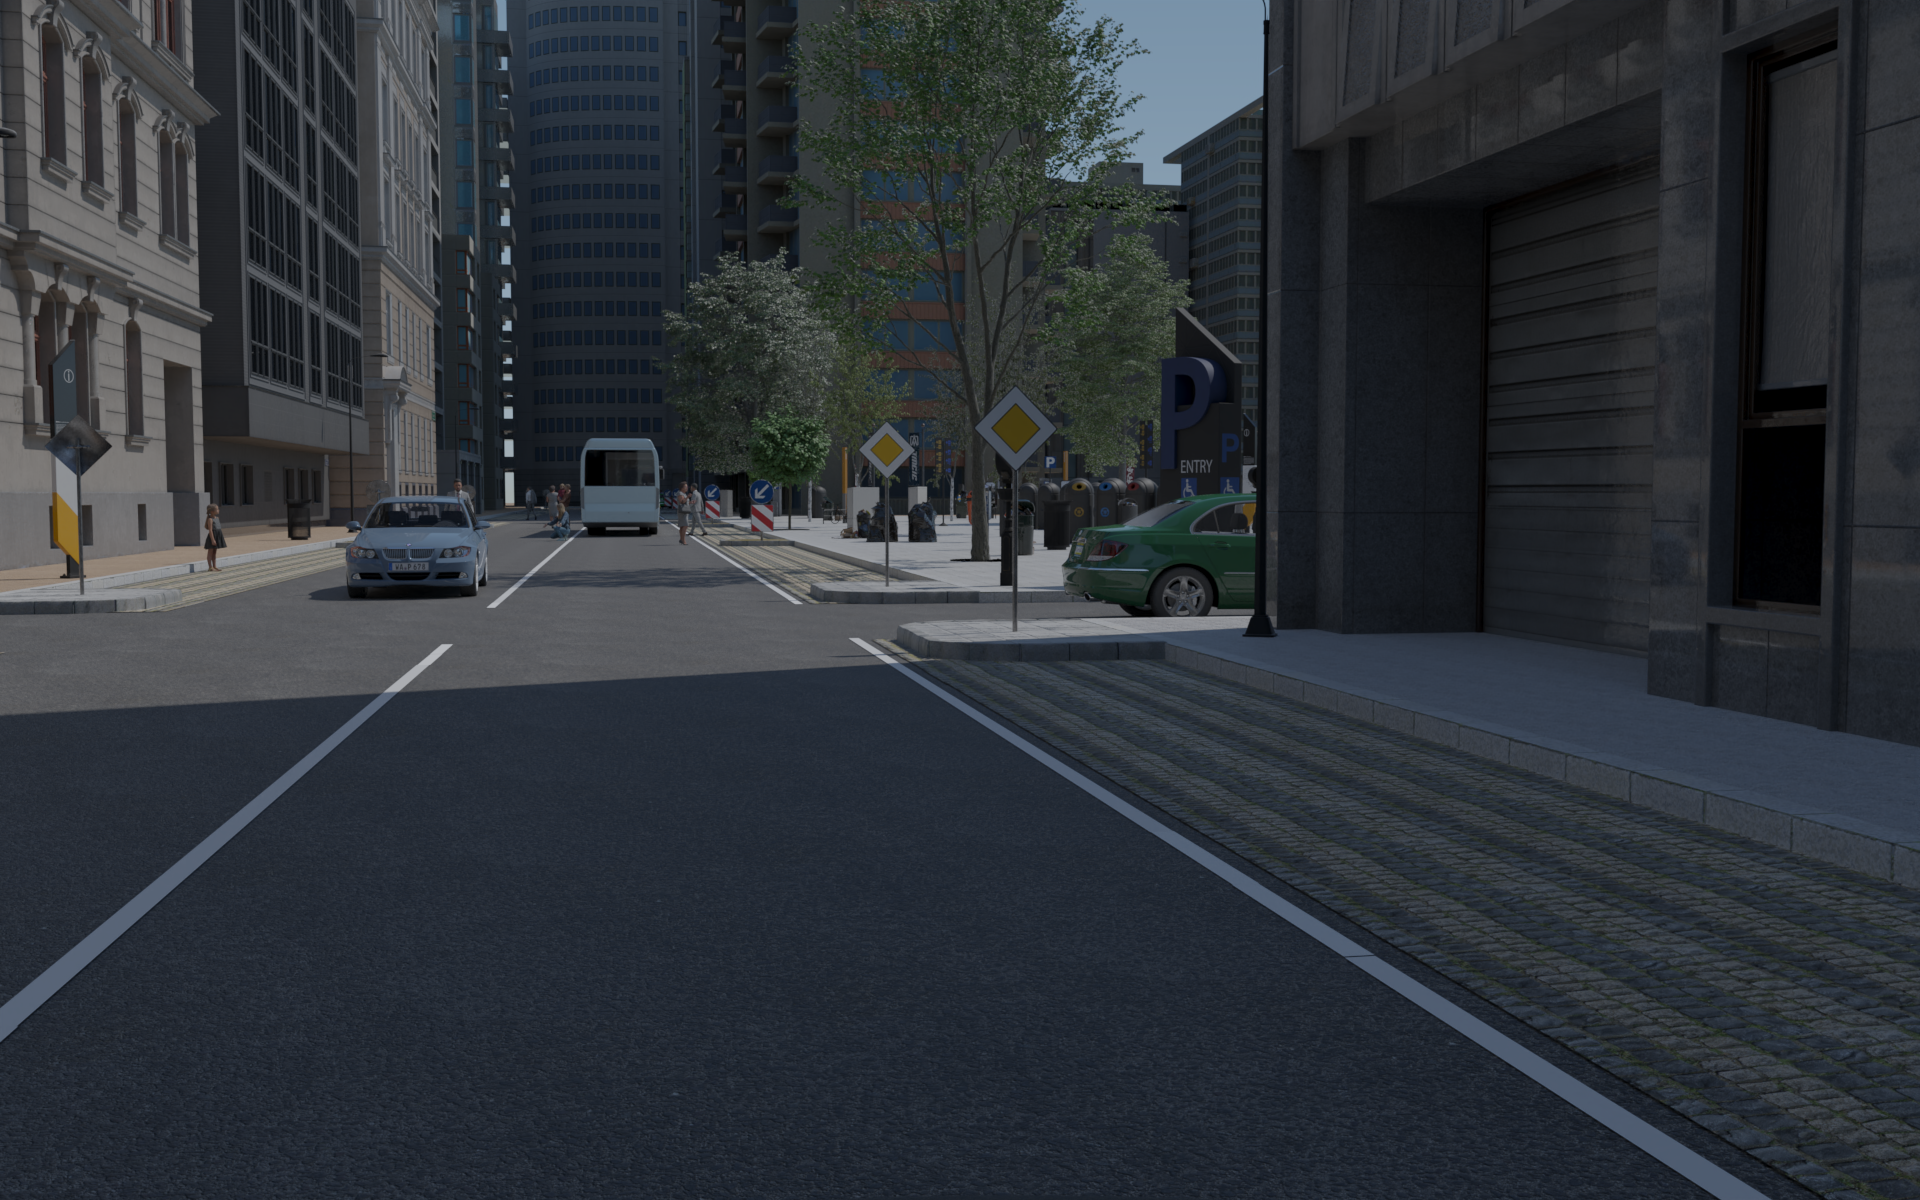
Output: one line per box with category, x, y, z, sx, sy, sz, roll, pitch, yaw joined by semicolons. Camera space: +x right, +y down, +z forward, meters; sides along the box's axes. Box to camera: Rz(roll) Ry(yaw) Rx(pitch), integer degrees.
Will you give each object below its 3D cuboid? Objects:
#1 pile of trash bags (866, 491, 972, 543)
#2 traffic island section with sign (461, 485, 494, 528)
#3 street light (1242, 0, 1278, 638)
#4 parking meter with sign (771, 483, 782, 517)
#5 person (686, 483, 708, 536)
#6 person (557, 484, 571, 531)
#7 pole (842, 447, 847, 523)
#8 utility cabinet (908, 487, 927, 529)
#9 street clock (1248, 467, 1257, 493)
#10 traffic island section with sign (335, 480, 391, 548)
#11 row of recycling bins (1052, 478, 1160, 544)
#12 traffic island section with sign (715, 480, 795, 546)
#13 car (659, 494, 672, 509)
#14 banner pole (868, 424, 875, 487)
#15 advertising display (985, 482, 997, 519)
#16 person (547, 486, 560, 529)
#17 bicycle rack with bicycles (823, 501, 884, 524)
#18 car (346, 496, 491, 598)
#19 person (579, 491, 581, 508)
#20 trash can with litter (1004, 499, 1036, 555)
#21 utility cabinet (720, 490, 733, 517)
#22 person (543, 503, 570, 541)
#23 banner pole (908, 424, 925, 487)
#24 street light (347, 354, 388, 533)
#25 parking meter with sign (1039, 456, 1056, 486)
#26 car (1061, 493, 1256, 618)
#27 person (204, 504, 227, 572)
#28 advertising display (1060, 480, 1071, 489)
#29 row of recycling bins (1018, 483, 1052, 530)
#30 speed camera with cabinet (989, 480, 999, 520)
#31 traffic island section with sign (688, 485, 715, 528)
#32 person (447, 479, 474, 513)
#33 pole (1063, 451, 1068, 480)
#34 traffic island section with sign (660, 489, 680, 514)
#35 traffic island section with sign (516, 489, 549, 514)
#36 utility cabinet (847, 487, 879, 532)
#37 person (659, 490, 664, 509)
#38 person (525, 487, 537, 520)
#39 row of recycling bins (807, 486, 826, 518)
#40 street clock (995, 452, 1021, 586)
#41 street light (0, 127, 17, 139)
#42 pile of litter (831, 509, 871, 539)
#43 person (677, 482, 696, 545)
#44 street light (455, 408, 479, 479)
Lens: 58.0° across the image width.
pile of trash bags;-0.897;-2.247;46.485;3.447;1.369;1.912;1;4;15
traffic island section with sign;-20.853;-3.970;73.533;1.989;1.847;2.006;-1;4;-11
street light;2.178;-2.619;15.369;1.470;5.913;1.316;-1;4;-11
parking meter with sign;-10.389;-6.231;98.144;0.543;3.016;1.738;0;4;3
person;-8.933;-3.050;58.639;0.850;1.792;0.678;1;4;10
person;-15.389;-3.608;67.463;0.580;1.828;0.573;1;4;10
pole;-5.033;-5.006;75.684;0.158;3.312;0.155;0;3;0
utility cabinet;-1.295;-2.681;52.515;0.318;1.500;1.173;1;4;12
street clock;7.826;-2.508;45.579;0.471;2.002;0.358;-1;4;-20
traffic island section with sign;-15.633;-2.323;46.603;1.989;1.847;2.006;-1;4;-11
row of recycling bins;4.216;-2.268;44.193;3.534;1.692;1.069;2;4;34
traffic island section with sign;-5.674;-2.418;48.158;1.989;1.847;2.006;-1;4;-11
car;-27.610;-9.273;160.411;1.959;1.807;4.718;-1;4;-11
banner pole;-3.152;-4.391;61.816;0.401;3.779;0.863;-1;4;-20
advertising display;1.635;-5.218;90.533;0.123;1.923;0.974;-2;4;-31
person;-16.768;-3.852;71.845;0.716;1.782;0.532;0;4;-3
bicycle rack with bicycles;-4.424;-3.726;74.302;2.852;0.926;2.925;2;4;33
car;-7.947;-0.831;25.585;2.014;1.417;4.499;-1;4;-13
person;-32.346;-8.511;148.435;0.721;1.735;1.217;-2;4;-30
trash can with litter;1.284;-1.534;36.464;0.624;1.170;1.055;0;4;7
utility cabinet;-12.753;-5.258;94.654;0.318;1.500;1.173;-2;4;-26
person;-12.257;-2.383;52.955;0.738;1.151;1.012;-2;4;-29
banner pole;-1.501;-4.389;61.776;0.863;3.779;0.401;3;4;36
street light;-19.596;-5.185;57.321;1.470;5.913;1.316;-1;4;-11
parking meter with sign;4.018;-5.184;81.020;0.543;3.016;1.738;-1;4;-11
car;3.622;-0.486;19.743;4.920;1.459;2.131;-1;4;-9
person;-13.710;-1.145;31.897;0.373;1.253;0.362;1;4;9
advertising display;5.177;-4.633;80.963;0.974;1.923;0.123;1;4;13
row of recycling bins;3.649;-3.376;62.316;3.534;1.692;1.069;2;4;30
speed camera with cabinet;1.570;-5.650;86.711;2.038;3.252;0.660;0;4;-4
traffic island section with sign;-10.812;-4.036;74.621;1.989;1.847;2.006;-1;4;-11
person;-11.813;-1.959;40.802;0.678;1.792;0.850;-1;4;-19
pole;5.023;-5.415;82.375;0.158;3.312;0.155;0;3;0
traffic island section with sign;-20.404;-7.060;124.056;1.989;1.847;2.006;-1;4;-11
traffic island section with sign;-30.360;-6.969;122.566;1.989;1.847;2.006;-1;4;-11
utility cabinet;-3.218;-2.983;57.446;0.318;1.500;1.173;3;5;44
person;-28.402;-9.527;164.136;0.709;1.838;0.599;2;4;33
person;-23.583;-5.301;95.277;0.850;1.850;0.679;3;4;38
row of recycling bins;-7.697;-5.244;92.846;1.069;1.692;3.534;0;4;-6
street clock;0.679;-1.200;24.192;0.358;2.002;0.471;1;4;23
street light;-12.654;-3.026;22.011;1.470;5.913;1.316;-1;4;-11
pile of litter;-2.956;-2.217;50.216;1.719;0.858;1.176;-1;4;-20
person;-7.708;-2.436;48.689;0.532;1.782;0.716;0;4;3
street light;-26.487;-7.366;92.969;1.470;5.913;1.316;-1;4;-11
